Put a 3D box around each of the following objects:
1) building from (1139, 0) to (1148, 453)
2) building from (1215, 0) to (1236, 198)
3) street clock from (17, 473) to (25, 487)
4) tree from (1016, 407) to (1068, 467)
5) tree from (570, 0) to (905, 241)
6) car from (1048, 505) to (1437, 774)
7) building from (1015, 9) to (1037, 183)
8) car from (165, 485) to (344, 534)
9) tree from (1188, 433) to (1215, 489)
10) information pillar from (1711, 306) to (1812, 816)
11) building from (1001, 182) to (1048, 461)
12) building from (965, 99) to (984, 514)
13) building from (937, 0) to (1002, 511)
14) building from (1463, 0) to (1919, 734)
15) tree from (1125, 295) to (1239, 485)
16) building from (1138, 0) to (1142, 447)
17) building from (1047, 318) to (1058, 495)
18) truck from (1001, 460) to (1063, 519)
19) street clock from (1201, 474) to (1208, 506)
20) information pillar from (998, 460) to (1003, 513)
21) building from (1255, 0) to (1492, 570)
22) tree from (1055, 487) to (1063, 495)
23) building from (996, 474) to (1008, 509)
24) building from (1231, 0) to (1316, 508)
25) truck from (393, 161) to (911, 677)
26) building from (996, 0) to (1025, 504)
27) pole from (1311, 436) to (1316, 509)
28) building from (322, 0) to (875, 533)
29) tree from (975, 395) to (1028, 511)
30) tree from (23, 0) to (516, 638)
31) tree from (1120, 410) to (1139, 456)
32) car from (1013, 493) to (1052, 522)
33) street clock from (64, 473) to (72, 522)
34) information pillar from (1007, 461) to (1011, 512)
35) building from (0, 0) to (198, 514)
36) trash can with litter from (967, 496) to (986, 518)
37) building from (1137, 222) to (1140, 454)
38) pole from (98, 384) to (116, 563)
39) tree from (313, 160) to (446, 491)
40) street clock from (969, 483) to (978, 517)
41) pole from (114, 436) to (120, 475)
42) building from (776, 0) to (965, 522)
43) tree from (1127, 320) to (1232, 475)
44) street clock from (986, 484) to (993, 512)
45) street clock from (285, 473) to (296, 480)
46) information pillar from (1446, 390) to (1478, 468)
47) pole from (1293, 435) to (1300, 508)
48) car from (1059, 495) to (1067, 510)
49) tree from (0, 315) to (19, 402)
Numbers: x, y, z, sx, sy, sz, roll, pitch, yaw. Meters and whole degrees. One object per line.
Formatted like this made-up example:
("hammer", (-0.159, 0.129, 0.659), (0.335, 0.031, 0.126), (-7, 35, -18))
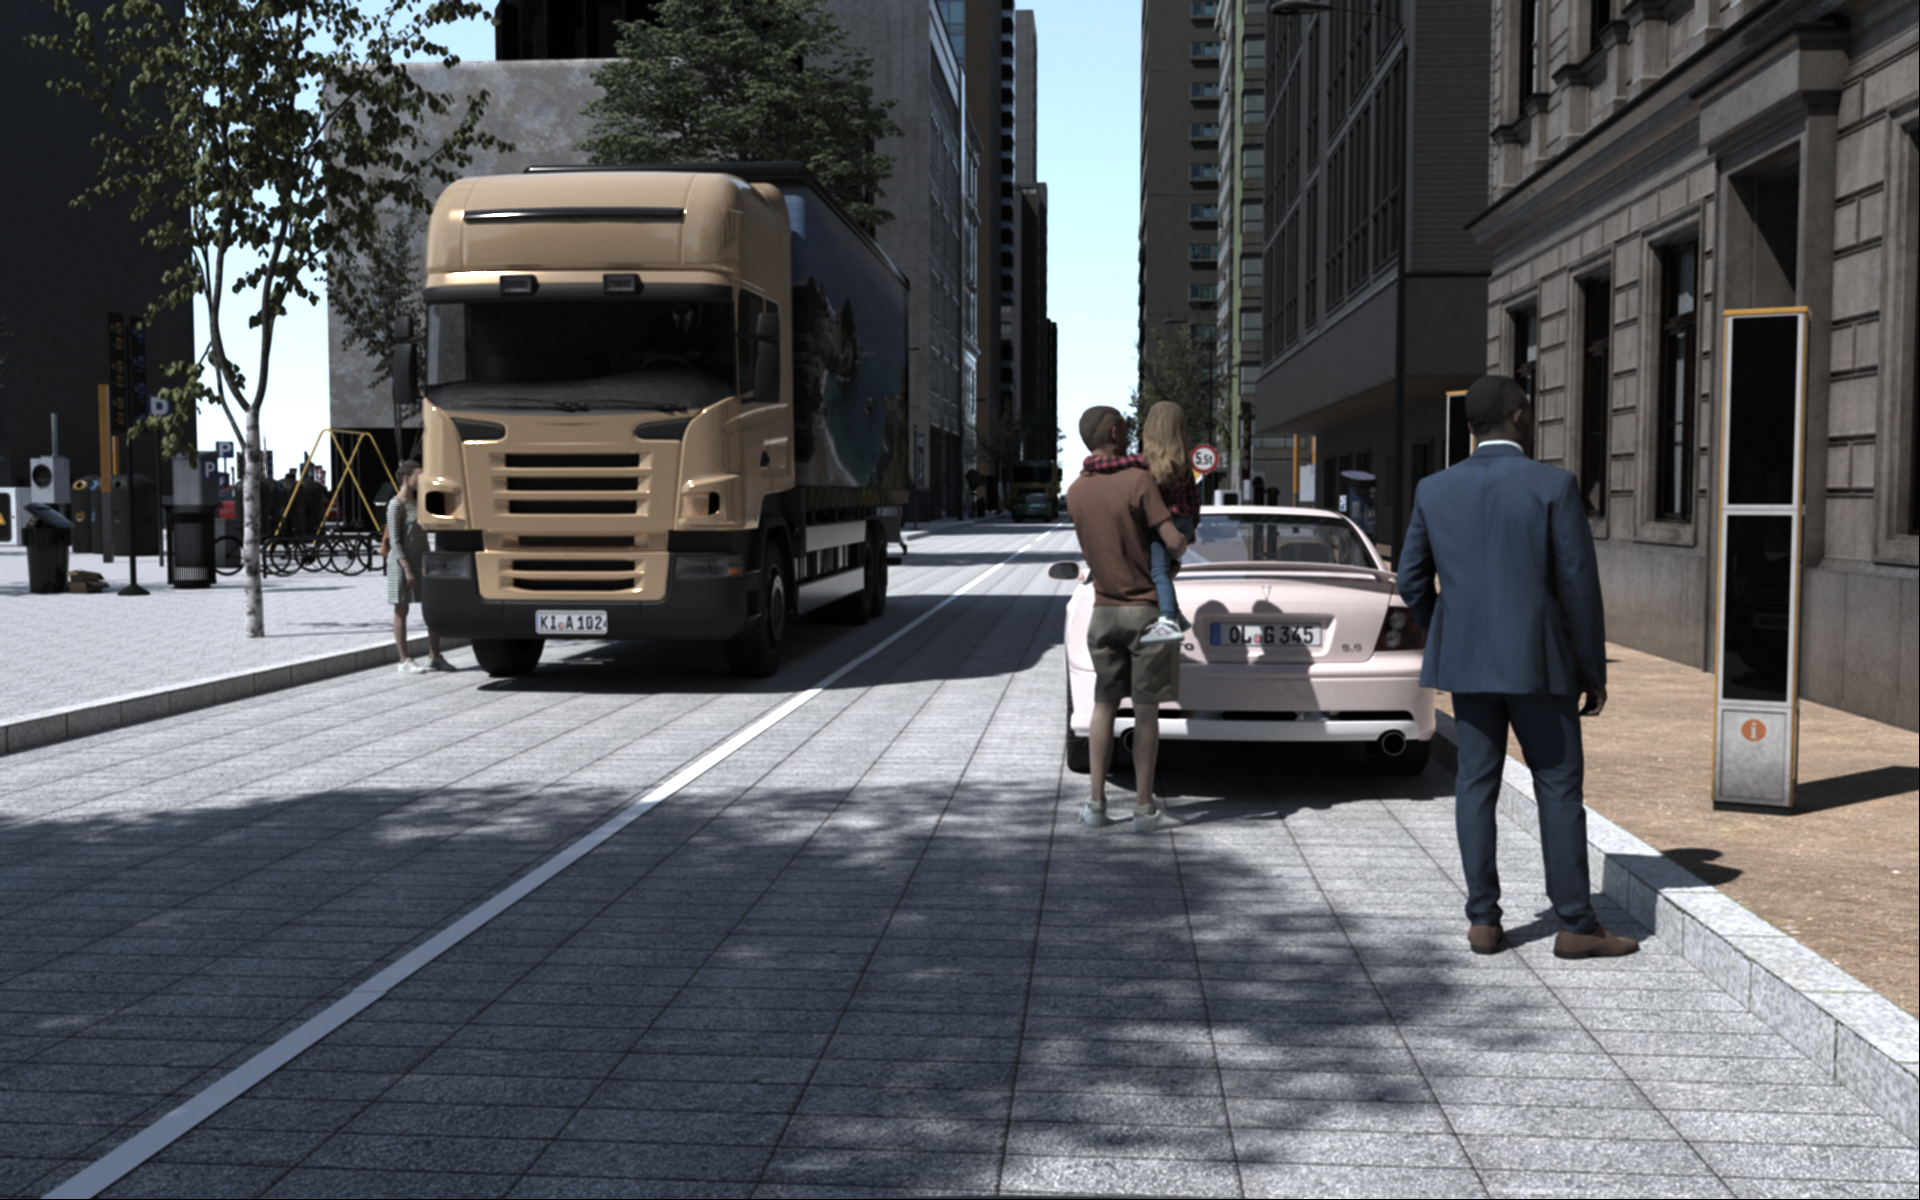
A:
("building", (25.587, -31.616, 140.619), (21.300, 48.544, 21.600), (0, 4, 5))
("building", (29.961, -25.886, 115.122), (32.217, 40.220, 23.993), (0, 4, 5))
("street clock", (-32.237, -3.359, 59.490), (0.358, 2.002, 0.471), (-2, 4, -28))
("tree", (8.978, -17.125, 205.753), (9.928, 11.665, 9.643), (0, 3, 0))
("tree", (-4.597, -7.157, 35.137), (7.486, 12.596, 7.792), (0, 3, 0))
("car", (1.556, 0.127, 10.285), (2.083, 1.381, 4.827), (0, 4, 4))
("building", (3.443, -50.402, 262.327), (20.563, 71.187, 20.611), (0, 4, 5))
("car", (-21.743, -2.731, 53.320), (5.304, 1.827, 2.281), (0, 4, 4))
("tree", (11.055, -6.155, 84.354), (4.285, 4.588, 4.351), (0, 3, 0))
("information pillar", (3.248, -0.155, 7.021), (0.304, 2.012, 0.304), (2, 4, 29))
("building", (3.885, -32.891, 221.355), (14.154, 41.232, 14.086), (0, 4, 5))
("building", (-5.842, -19.721, 108.343), (13.634, 28.700, 20.117), (0, 4, 5))
("building", (-4.042, -29.780, 137.008), (14.600, 45.320, 14.200), (0, 4, 5))
("building", (10.025, -8.934, 10.700), (10.561, 19.102, 19.286), (0, 4, 5))
("tree", (8.321, -6.915, 63.428), (4.360, 8.622, 3.978), (0, 3, 0))
("building", (30.019, -39.484, 187.566), (21.231, 58.520, 28.212), (0, 4, 5))
("building", (8.561, -31.121, 280.530), (14.160, 30.474, 14.107), (0, 4, 5))
("truck", (4.400, -6.458, 101.514), (3.469, 3.379, 9.791), (0, 4, 5))
("street clock", (8.197, -3.247, 57.655), (0.358, 2.002, 0.471), (0, 4, -3))
("information pillar", (2.774, -7.893, 120.401), (0.183, 3.616, 0.504), (-2, 4, -35))
("building", (13.673, -14.575, 31.816), (14.314, 27.812, 24.014), (0, 4, 5))
("tree", (14.644, -16.288, 260.910), (1.663, 3.219, 1.824), (0, 3, 0))
("building", (-11.401, -28.442, 156.905), (32.217, 40.220, 23.993), (0, 4, 5))
("building", (20.775, -24.674, 87.022), (14.154, 41.232, 14.086), (0, 4, 5))
("truck", (-2.325, -1.719, 17.012), (2.839, 4.237, 11.283), (0, 4, 5))
("building", (-3.965, -53.230, 182.974), (22.319, 86.520, 31.000), (0, 4, 5))
("pole", (12.530, -4.123, 61.255), (0.158, 3.312, 0.155), (0, 3, 0))
("building", (-11.763, -12.045, 64.393), (16.820, 18.784, 16.811), (0, 4, 5))
("tree", (2.975, -10.870, 128.093), (4.360, 8.622, 3.978), (0, 3, 0))
("tree", (-6.278, -3.984, 15.502), (4.737, 8.622, 4.395), (0, 3, 0))
("tree", (21.373, -17.628, 213.968), (9.928, 11.665, 9.643), (0, 3, 0))
("car", (3.763, -4.899, 88.895), (1.959, 1.807, 4.718), (0, 4, 6))
("street clock", (-30.212, -3.306, 58.620), (0.358, 2.002, 0.471), (-3, 5, -43))
("information pillar", (3.429, -7.953, 121.387), (0.183, 3.616, 0.504), (2, 4, 26))
("building", (-44.393, -16.663, 65.953), (24.014, 27.812, 14.314), (0, 4, 5))
("trash can with litter", (0.902, -5.060, 94.123), (1.055, 1.170, 0.624), (0, 4, -2))
("building", (38.967, -39.804, 270.402), (23.786, 49.044, 30.456), (0, 4, 5))
("pole", (-15.941, -2.354, 32.329), (0.158, 3.312, 0.155), (0, 3, 0))
("tree", (-12.108, -5.372, 38.187), (4.360, 8.622, 3.978), (0, 3, 0))
("street clock", (0.744, -5.607, 96.237), (0.471, 2.002, 0.358), (-1, 4, -15))
("pole", (-29.698, -4.107, 60.998), (0.158, 3.312, 0.155), (0, 3, 0))
("building", (-6.544, -16.541, 88.464), (12.078, 24.808, 19.932), (0, 4, 5))
("tree", (9.047, -7.532, 73.513), (4.737, 8.622, 4.395), (0, 3, 0))
("street clock", (2.122, -7.250, 123.113), (0.471, 2.002, 0.358), (0, 4, 6))
("street clock", (-23.316, -3.411, 60.333), (0.358, 2.002, 0.471), (0, 4, -3))
("information pillar", (3.689, -0.485, 12.420), (0.304, 2.012, 0.304), (-2, 4, -23))
("pole", (11.019, -3.846, 56.728), (0.158, 3.312, 0.155), (0, 3, 0))
("car", (9.621, -8.651, 153.810), (2.083, 1.381, 4.827), (0, 4, 6))
("tree", (-27.459, -5.842, 45.872), (4.360, 8.622, 3.978), (0, 3, 0))
